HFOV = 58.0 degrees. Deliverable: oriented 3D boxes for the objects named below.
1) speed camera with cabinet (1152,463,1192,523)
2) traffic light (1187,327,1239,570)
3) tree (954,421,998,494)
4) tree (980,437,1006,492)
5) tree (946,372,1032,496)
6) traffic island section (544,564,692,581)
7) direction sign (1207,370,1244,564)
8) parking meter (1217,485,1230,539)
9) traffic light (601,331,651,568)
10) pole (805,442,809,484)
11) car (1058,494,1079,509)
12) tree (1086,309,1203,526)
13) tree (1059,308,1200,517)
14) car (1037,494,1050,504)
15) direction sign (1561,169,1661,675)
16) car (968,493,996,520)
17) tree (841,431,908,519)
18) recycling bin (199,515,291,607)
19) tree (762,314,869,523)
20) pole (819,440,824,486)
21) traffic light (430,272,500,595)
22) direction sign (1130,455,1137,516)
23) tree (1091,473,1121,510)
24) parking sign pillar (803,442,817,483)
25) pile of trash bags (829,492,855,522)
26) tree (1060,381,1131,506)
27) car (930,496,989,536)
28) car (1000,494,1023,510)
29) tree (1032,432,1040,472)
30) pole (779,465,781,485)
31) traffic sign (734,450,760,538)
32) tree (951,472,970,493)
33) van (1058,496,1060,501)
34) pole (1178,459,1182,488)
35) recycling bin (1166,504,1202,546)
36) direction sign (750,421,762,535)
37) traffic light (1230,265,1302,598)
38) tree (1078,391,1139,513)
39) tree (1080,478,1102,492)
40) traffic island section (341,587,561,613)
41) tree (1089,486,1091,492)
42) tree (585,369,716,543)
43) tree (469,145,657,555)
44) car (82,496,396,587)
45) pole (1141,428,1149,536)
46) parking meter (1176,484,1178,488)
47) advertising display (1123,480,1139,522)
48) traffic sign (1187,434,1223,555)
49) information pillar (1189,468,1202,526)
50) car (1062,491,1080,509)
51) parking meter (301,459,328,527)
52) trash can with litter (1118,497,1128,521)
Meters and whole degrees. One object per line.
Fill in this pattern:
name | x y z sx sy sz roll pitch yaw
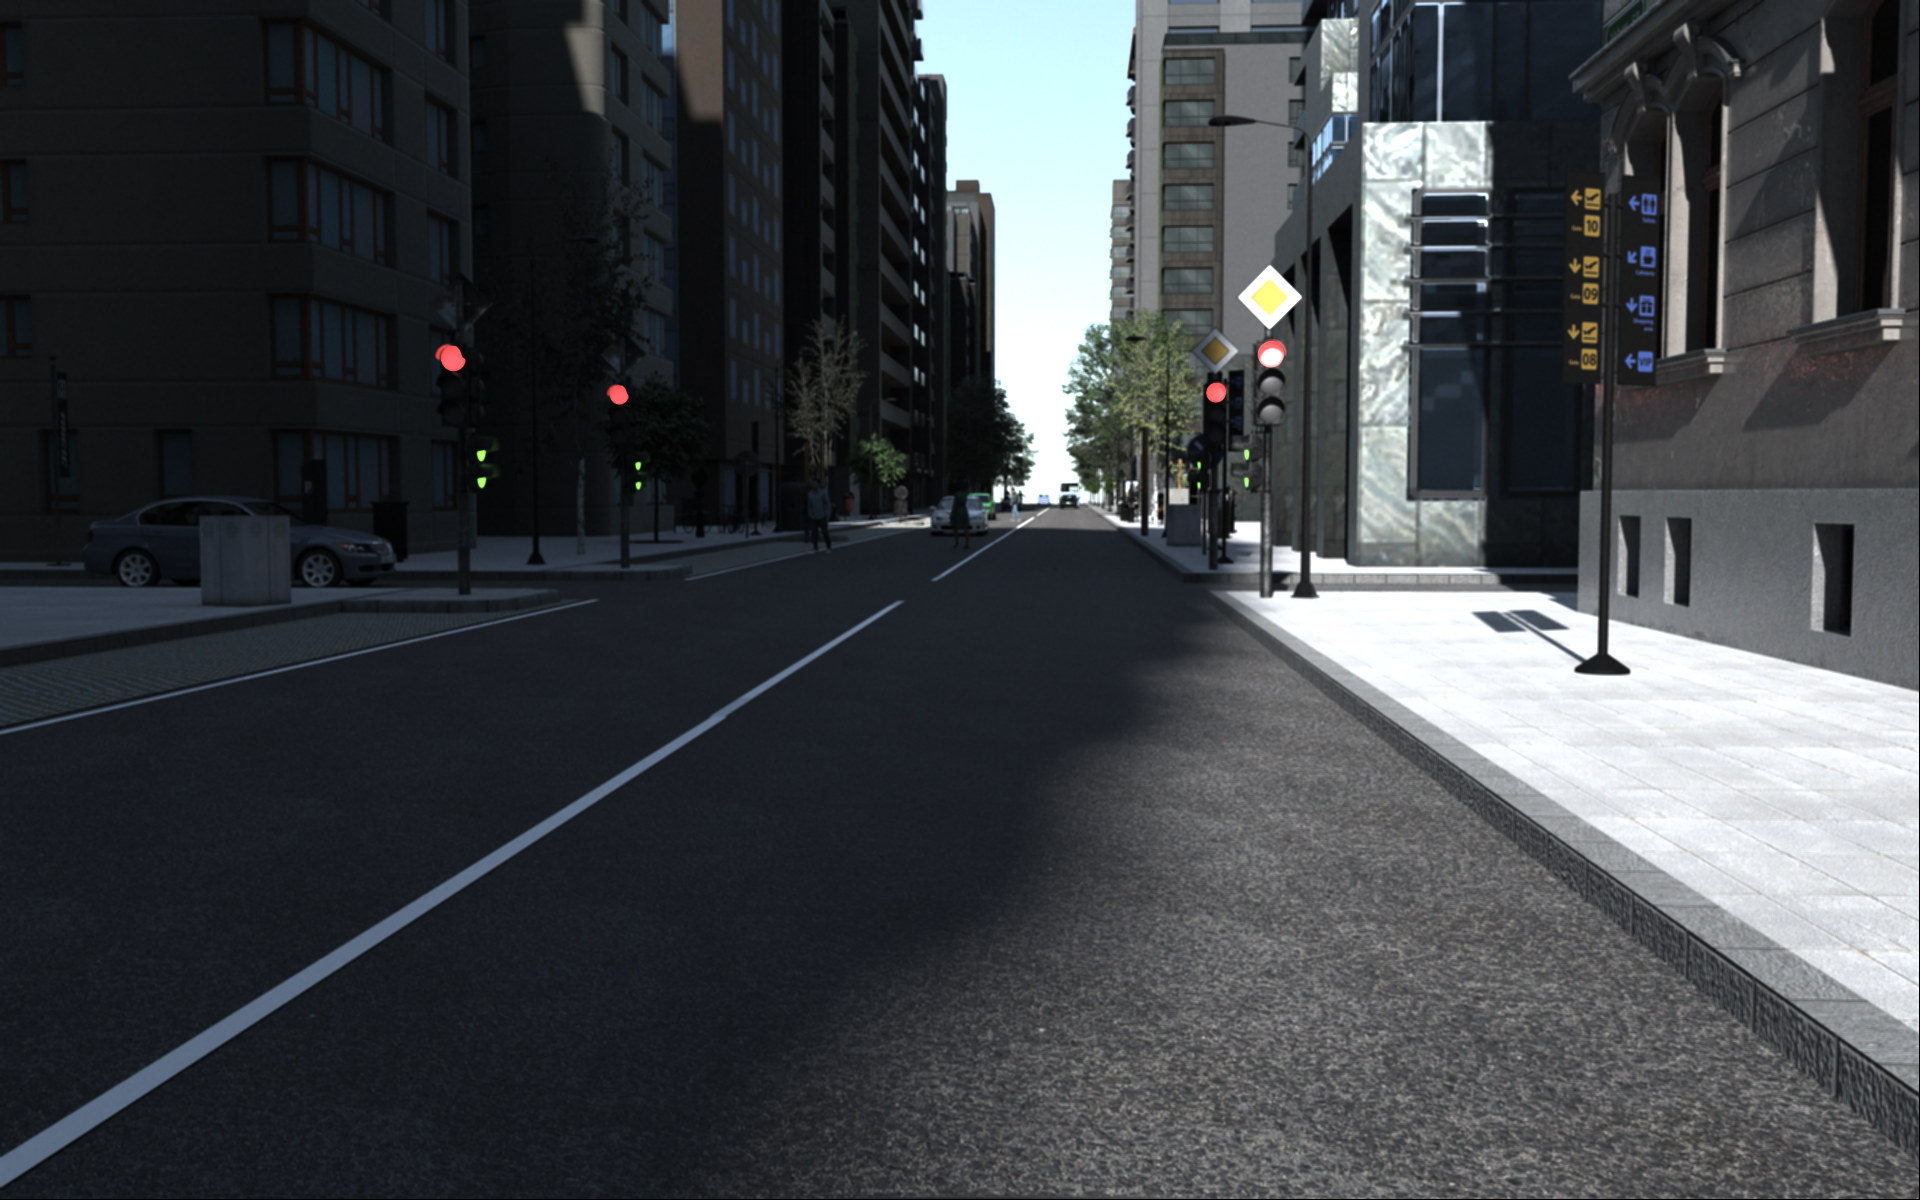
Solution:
speed camera with cabinet | 9.563 -5.052 76.940 2.038 3.252 0.660 1 4 11
traffic light | 4.290 -2.473 29.347 0.839 4.253 0.868 0 4 4
tree | 1.469 -13.510 171.242 4.360 8.622 3.978 0 3 0
tree | 3.279 -15.592 205.288 4.737 8.622 4.395 0 3 0
tree | 1.062 -16.721 180.051 9.857 13.997 8.962 0 3 0
traffic island section | -5.841 -0.479 30.113 2.009 0.180 2.903 0 4 4
direction sign | 4.892 -2.447 32.008 0.379 3.537 0.876 -3 5 -39
parking meter | 7.579 -2.539 49.916 0.372 1.533 0.369 0 3 0
traffic light | -5.802 -2.511 29.976 0.839 4.253 0.868 0 4 4
pole | -5.940 -4.491 67.263 0.158 3.312 0.155 0 3 0
car | 10.514 -9.674 167.962 2.009 1.686 4.222 0 4 4
tree | 7.776 -7.225 68.493 4.737 8.622 4.395 0 3 0
tree | 9.402 -10.376 95.400 9.928 11.665 9.643 0 3 0
car | 12.119 -14.714 250.169 1.945 1.707 3.694 0 4 5
direction sign | 4.618 -1.244 12.344 0.876 3.537 0.379 -2 4 -25
car | 1.010 -5.326 95.871 1.959 1.807 4.718 0 4 5
tree | -4.444 -6.504 90.048 4.285 4.588 4.351 0 3 0
recycling bin | -8.306 -0.464 20.141 0.722 1.027 0.722 2 4 25
tree | -5.677 -7.370 70.861 4.360 8.622 3.978 0 3 0
pole | -5.209 -4.362 65.168 0.158 3.312 0.155 0 3 0
traffic light | -6.313 -2.024 22.008 0.839 4.253 0.868 0 4 4
direction sign | 10.199 -6.723 101.916 0.379 3.537 0.876 -1 4 -16
tree | 12.206 -9.033 142.283 1.663 3.219 1.824 0 3 0
parking sign pillar | -7.825 -6.214 90.076 1.447 3.967 1.447 -1 4 -18
pile of trash bags | -6.287 -4.320 80.381 3.447 1.369 1.912 -3 5 -43
tree | 15.997 -17.305 189.583 9.857 13.997 8.962 0 3 0
car | 0.006 -2.968 60.886 2.083 1.381 4.827 0 4 3
car | 4.592 -8.609 152.754 2.014 1.417 4.499 0 4 4
tree | 7.088 -21.888 264.528 9.857 13.997 8.962 0 3 0
pole | -8.914 -5.595 85.324 0.158 3.312 0.155 0 3 0
traffic sign | -6.205 -3.076 50.400 0.768 2.556 0.104 0 4 4
tree | -0.142 -9.726 153.619 1.663 3.219 1.824 0 3 0
van | 14.914 -14.563 245.109 2.013 2.044 4.112 0 4 2
pole | 12.778 -6.537 100.721 0.158 3.312 0.155 0 3 0
recycling bin | 5.534 -1.851 42.812 0.722 1.027 0.722 0 4 -8
direction sign | -6.397 -3.803 54.175 0.379 3.537 0.876 -1 4 -17
traffic light | 3.778 -1.985 21.378 0.839 4.253 0.868 0 4 4
tree | 10.028 -10.029 114.331 4.360 8.622 3.978 0 3 0
tree | 19.368 -16.645 255.851 4.285 4.588 4.351 0 3 0
traffic island section | -6.353 0.008 22.145 2.009 0.180 2.903 0 4 4
tree | 17.183 -13.876 221.469 1.663 3.219 1.824 0 3 0
tree | -8.127 -3.794 45.738 4.285 4.588 4.351 0 3 0
tree | -8.201 -5.283 36.739 4.360 8.622 3.978 0 3 0
car | -10.923 -0.882 26.416 4.499 1.417 2.014 0 4 2
pole | 5.679 -3.628 53.155 0.158 3.312 0.155 0 3 0
parking meter | 12.839 -5.859 101.502 0.255 1.863 0.399 2 4 23
advertising display | 7.974 -4.620 80.751 0.974 1.923 0.123 -3 5 -42
traffic sign | 5.174 -2.232 36.607 0.768 2.556 0.104 1 4 10
information pillar | 6.713 -2.748 49.428 0.304 2.012 0.304 2 4 24
car | 11.007 -9.964 172.501 1.945 1.707 3.694 0 4 4
parking meter | -10.961 -1.450 29.421 0.399 1.863 0.255 2 4 33
trash can with litter | 7.859 -4.395 83.242 0.624 1.170 1.055 0 4 0
